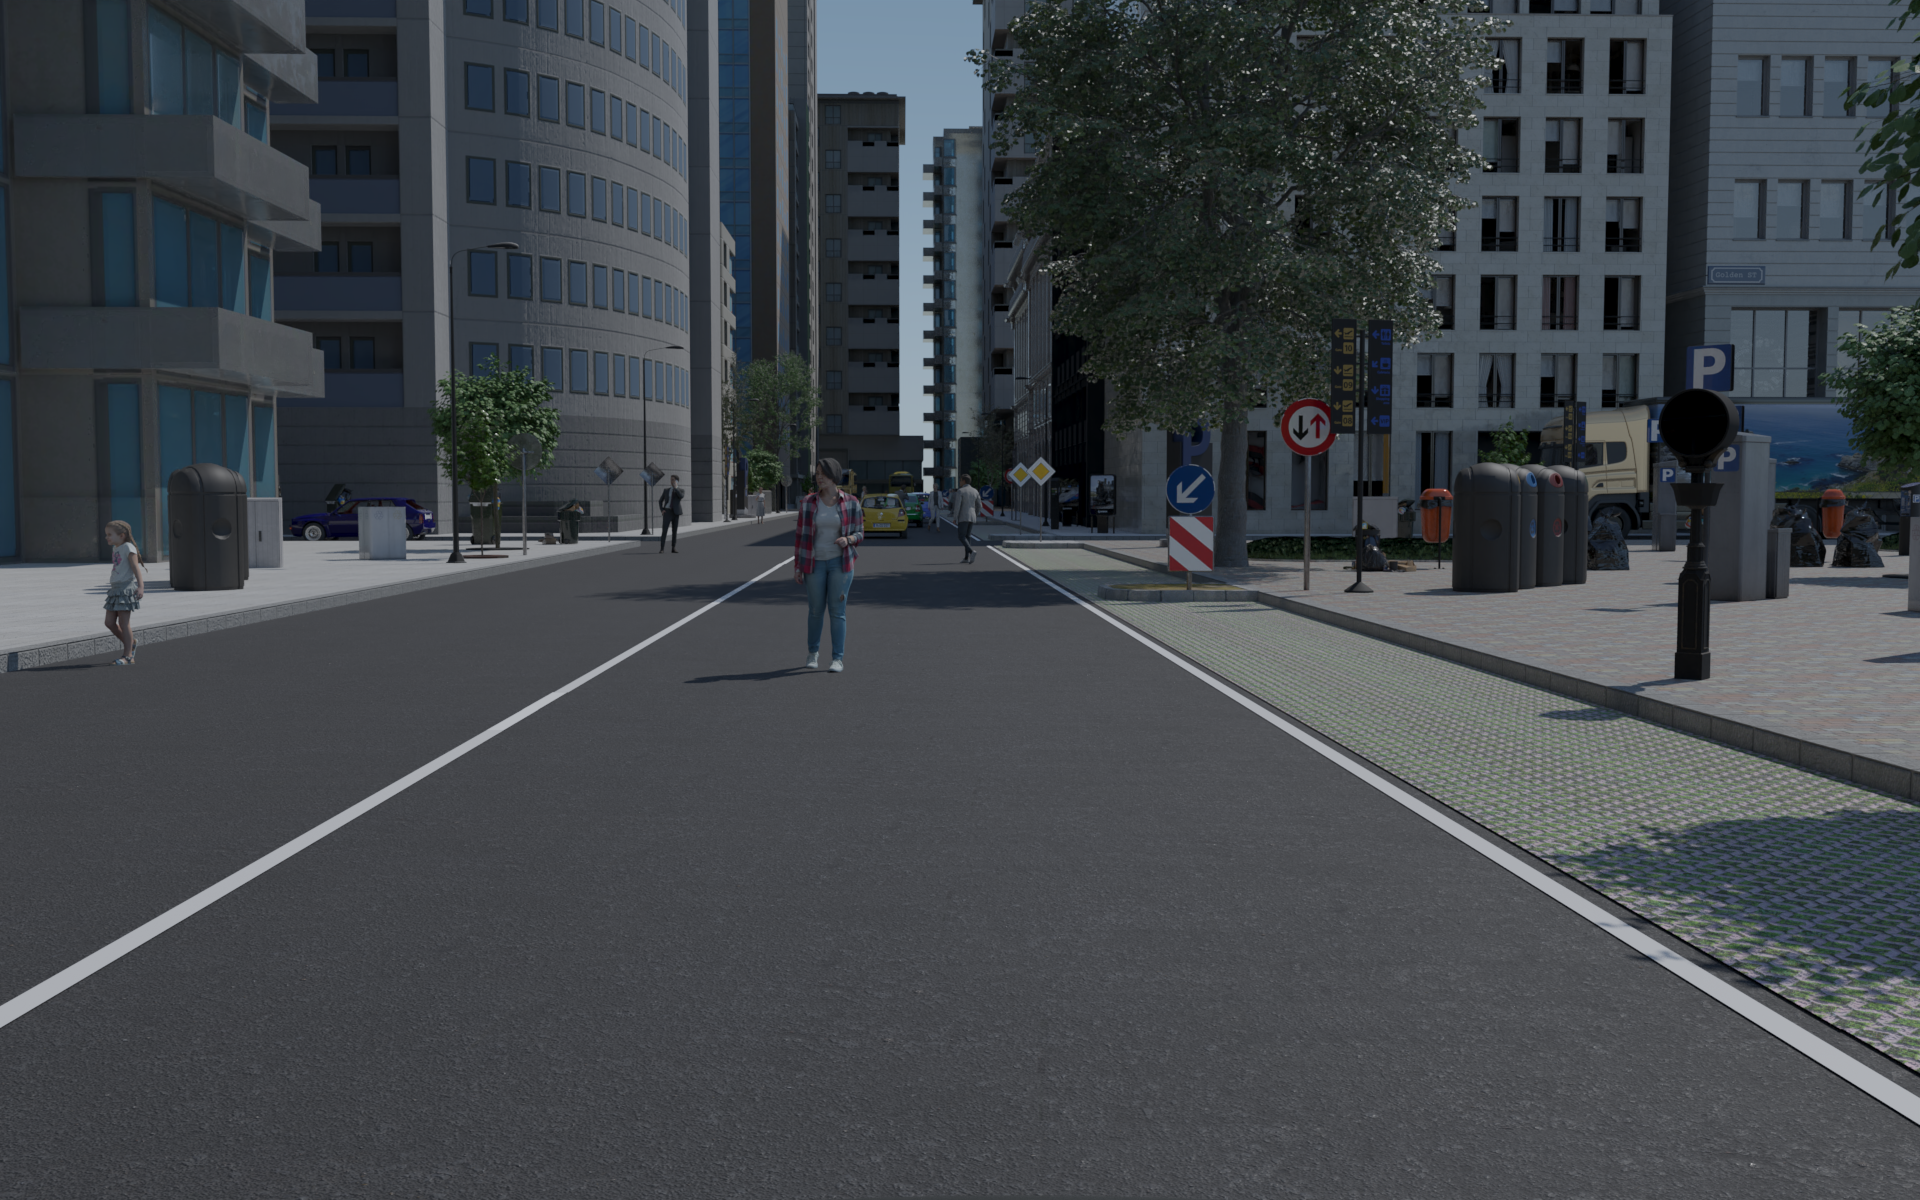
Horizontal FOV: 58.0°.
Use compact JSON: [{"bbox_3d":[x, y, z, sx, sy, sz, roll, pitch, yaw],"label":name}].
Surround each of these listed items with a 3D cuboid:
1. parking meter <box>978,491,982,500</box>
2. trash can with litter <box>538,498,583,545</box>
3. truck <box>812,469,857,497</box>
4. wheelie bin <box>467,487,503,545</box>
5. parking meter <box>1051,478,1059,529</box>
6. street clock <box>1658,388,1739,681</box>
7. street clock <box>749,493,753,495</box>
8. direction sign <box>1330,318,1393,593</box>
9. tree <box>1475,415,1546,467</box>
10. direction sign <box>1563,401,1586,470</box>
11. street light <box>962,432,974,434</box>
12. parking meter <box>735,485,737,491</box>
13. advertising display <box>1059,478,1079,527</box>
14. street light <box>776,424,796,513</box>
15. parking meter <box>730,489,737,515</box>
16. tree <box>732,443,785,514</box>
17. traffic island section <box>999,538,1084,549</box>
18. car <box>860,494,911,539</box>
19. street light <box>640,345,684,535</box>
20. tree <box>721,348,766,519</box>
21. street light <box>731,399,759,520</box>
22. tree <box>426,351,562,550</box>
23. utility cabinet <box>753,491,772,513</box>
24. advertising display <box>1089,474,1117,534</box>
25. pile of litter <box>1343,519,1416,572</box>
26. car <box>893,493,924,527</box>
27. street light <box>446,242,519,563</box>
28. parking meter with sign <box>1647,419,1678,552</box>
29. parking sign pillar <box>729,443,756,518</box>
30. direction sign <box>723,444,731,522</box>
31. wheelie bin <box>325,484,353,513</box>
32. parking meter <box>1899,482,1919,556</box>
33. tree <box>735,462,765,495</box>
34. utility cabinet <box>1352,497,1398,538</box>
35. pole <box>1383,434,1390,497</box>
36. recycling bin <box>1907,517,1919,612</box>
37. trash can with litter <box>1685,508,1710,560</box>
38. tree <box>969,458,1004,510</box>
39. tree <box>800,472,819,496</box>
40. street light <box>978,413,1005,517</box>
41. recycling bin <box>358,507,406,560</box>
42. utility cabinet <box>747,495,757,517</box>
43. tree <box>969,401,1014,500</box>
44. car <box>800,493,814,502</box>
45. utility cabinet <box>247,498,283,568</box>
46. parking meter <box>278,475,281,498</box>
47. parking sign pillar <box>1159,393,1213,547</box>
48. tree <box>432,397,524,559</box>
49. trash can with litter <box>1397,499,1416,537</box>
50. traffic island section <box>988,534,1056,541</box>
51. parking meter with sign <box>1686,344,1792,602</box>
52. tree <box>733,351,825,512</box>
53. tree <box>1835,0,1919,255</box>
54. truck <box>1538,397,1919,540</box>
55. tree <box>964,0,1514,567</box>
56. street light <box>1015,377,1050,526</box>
[{"bbox_3d":[1.399,-7.108,124.618,0.372,1.533,0.369,0,3,0],"label":"parking meter"},{"bbox_3d":[-10.172,-2.002,44.122,1.055,1.170,0.624,-2,4,-33],"label":"trash can with litter"},{"bbox_3d":[-9.644,-8.591,136.388,3.469,3.379,9.791,0,4,-1],"label":"truck"},{"bbox_3d":[-12.071,-2.211,44.056,0.980,1.594,0.693,1,4,12],"label":"wheelie bin"},{"bbox_3d":[3.448,-3.495,62.855,0.255,1.863,0.399,1,4,12],"label":"parking meter"},{"bbox_3d":[5.089,-0.453,11.979,0.471,2.002,0.358,3,5,40],"label":"street clock"},{"bbox_3d":[-13.893,-6.780,115.420,0.471,2.002,0.358,-1,4,-17],"label":"street clock"},{"bbox_3d":[5.208,-1.866,22.510,0.876,3.537,0.379,-1,4,-16],"label":"direction sign"},{"bbox_3d":[13.385,-2.893,41.895,1.663,3.219,1.824,0,3,0],"label":"tree"},{"bbox_3d":[14.990,-3.076,42.294,0.876,3.537,0.379,-3,4,-36],"label":"direction sign"},{"bbox_3d":[0.846,-9.590,129.332,1.470,5.913,1.316,0,4,-2],"label":"street light"},{"bbox_3d":[-13.728,-6.160,106.421,0.399,1.863,0.255,1,4,13],"label":"parking meter"},{"bbox_3d":[4.213,-3.854,68.227,0.974,1.923,0.123,0,4,-8],"label":"advertising display"},{"bbox_3d":[-11.547,-8.704,114.853,1.470,5.913,1.316,0,4,-2],"label":"street light"},{"bbox_3d":[-12.529,-5.340,95.719,0.372,1.533,0.369,0,3,0],"label":"parking meter"},{"bbox_3d":[-12.916,-7.789,111.070,4.285,4.588,4.351,0,3,0],"label":"tree"},{"bbox_3d":[2.186,-1.478,46.443,2.009,0.180,2.903,0,4,-2],"label":"traffic island section"},{"bbox_3d":[-2.601,-2.860,56.978,2.015,1.641,3.980,0,4,-3],"label":"car"},{"bbox_3d":[-9.313,-4.993,54.179,1.470,5.913,1.316,0,4,-2],"label":"street light"},{"bbox_3d":[-11.874,-8.396,87.629,4.360,8.622,3.978,0,3,0],"label":"tree"},{"bbox_3d":[-10.487,-6.849,84.514,1.470,5.913,1.316,0,4,-2],"label":"street light"},{"bbox_3d":[-10.689,-3.444,40.016,4.285,4.588,4.351,0,3,0],"label":"tree"},{"bbox_3d":[-13.091,-6.490,114.796,1.173,1.500,0.318,-2,4,-26],"label":"utility cabinet"},{"bbox_3d":[4.660,-3.135,56.472,0.974,1.923,0.123,3,4,38],"label":"advertising display"},{"bbox_3d":[7.085,-0.931,29.195,1.176,0.858,1.719,0,4,6],"label":"pile of litter"},{"bbox_3d":[-2.520,-4.091,75.680,1.959,1.807,4.718,0,4,-2],"label":"car"},{"bbox_3d":[-8.840,-3.642,32.090,1.470,5.913,1.316,0,4,-2],"label":"street light"},{"bbox_3d":[16.010,-2.638,39.387,0.543,3.016,1.738,1,4,13],"label":"parking meter with sign"},{"bbox_3d":[-11.649,-6.372,92.662,1.447,3.967,1.447,0,4,1],"label":"parking sign pillar"},{"bbox_3d":[-10.603,-5.305,78.732,0.379,3.537,0.876,0,4,3],"label":"direction sign"},{"bbox_3d":[-19.093,-2.778,53.336,0.980,1.594,0.693,3,5,42],"label":"wheelie bin"},{"bbox_3d":[19.832,-1.697,36.161,0.372,1.533,0.369,0,3,0],"label":"parking meter"},{"bbox_3d":[-12.344,-6.578,102.153,1.663,3.219,1.824,0,3,0],"label":"tree"},{"bbox_3d":[9.637,-1.778,40.225,1.020,1.237,0.306,1,4,14],"label":"utility cabinet"},{"bbox_3d":[13.624,-3.765,55.398,0.158,3.312,0.155,0,3,0],"label":"pole"},{"bbox_3d":[10.780,-0.376,18.708,0.722,1.027,0.722,0,4,2],"label":"recycling bin"},{"bbox_3d":[10.914,-0.856,25.382,0.624,1.170,1.055,1,4,18],"label":"trash can with litter"},{"bbox_3d":[2.169,-9.752,143.154,4.285,4.588,4.351,0,3,0],"label":"tree"},{"bbox_3d":[-13.142,-9.555,150.830,1.663,3.219,1.824,0,3,0],"label":"tree"},{"bbox_3d":[1.896,-7.734,98.993,1.470,5.913,1.316,0,4,-2],"label":"street light"},{"bbox_3d":[-11.384,-1.320,34.128,0.722,1.027,0.722,-3,4,-37],"label":"recycling bin"},{"bbox_3d":[-12.056,-5.351,98.647,1.020,1.237,0.306,-3,5,-41],"label":"utility cabinet"},{"bbox_3d":[2.486,-11.336,135.702,4.360,8.622,3.978,0,3,0],"label":"tree"},{"bbox_3d":[-7.658,-5.228,94.522,2.155,1.783,4.494,0,4,-4],"label":"car"},{"bbox_3d":[-12.331,-1.157,30.086,1.020,1.237,0.306,-1,4,-10],"label":"utility cabinet"},{"bbox_3d":[-17.712,-2.380,44.629,0.399,1.863,0.255,-1,4,-12],"label":"parking meter"},{"bbox_3d":[5.583,-3.279,42.085,1.447,3.967,1.447,-3,5,-45],"label":"parking sign pillar"},{"bbox_3d":[-9.727,-2.450,34.665,1.663,3.219,1.824,0,3,0],"label":"tree"},{"bbox_3d":[10.858,-1.945,43.193,0.624,1.170,1.055,-2,4,-28],"label":"trash can with litter"},{"bbox_3d":[1.923,-1.966,54.424,2.009,0.180,2.903,0,4,-2],"label":"traffic island section"},{"bbox_3d":[9.427,-1.505,20.868,1.738,3.016,0.543,-3,4,-39],"label":"parking meter with sign"},{"bbox_3d":[-13.300,-12.164,124.642,9.928,11.665,9.643,0,3,0],"label":"tree"},{"bbox_3d":[5.666,-1.456,7.518,4.285,4.588,4.351,0,3,0],"label":"tree"},{"bbox_3d":[22.271,-3.808,51.167,11.283,4.237,2.839,0,4,-1],"label":"truck"},{"bbox_3d":[4.796,-7.573,30.481,9.857,13.997,8.962,0,3,0],"label":"tree"},{"bbox_3d":[2.870,-5.878,68.651,1.470,5.913,1.316,0,4,-2],"label":"street light"}]
